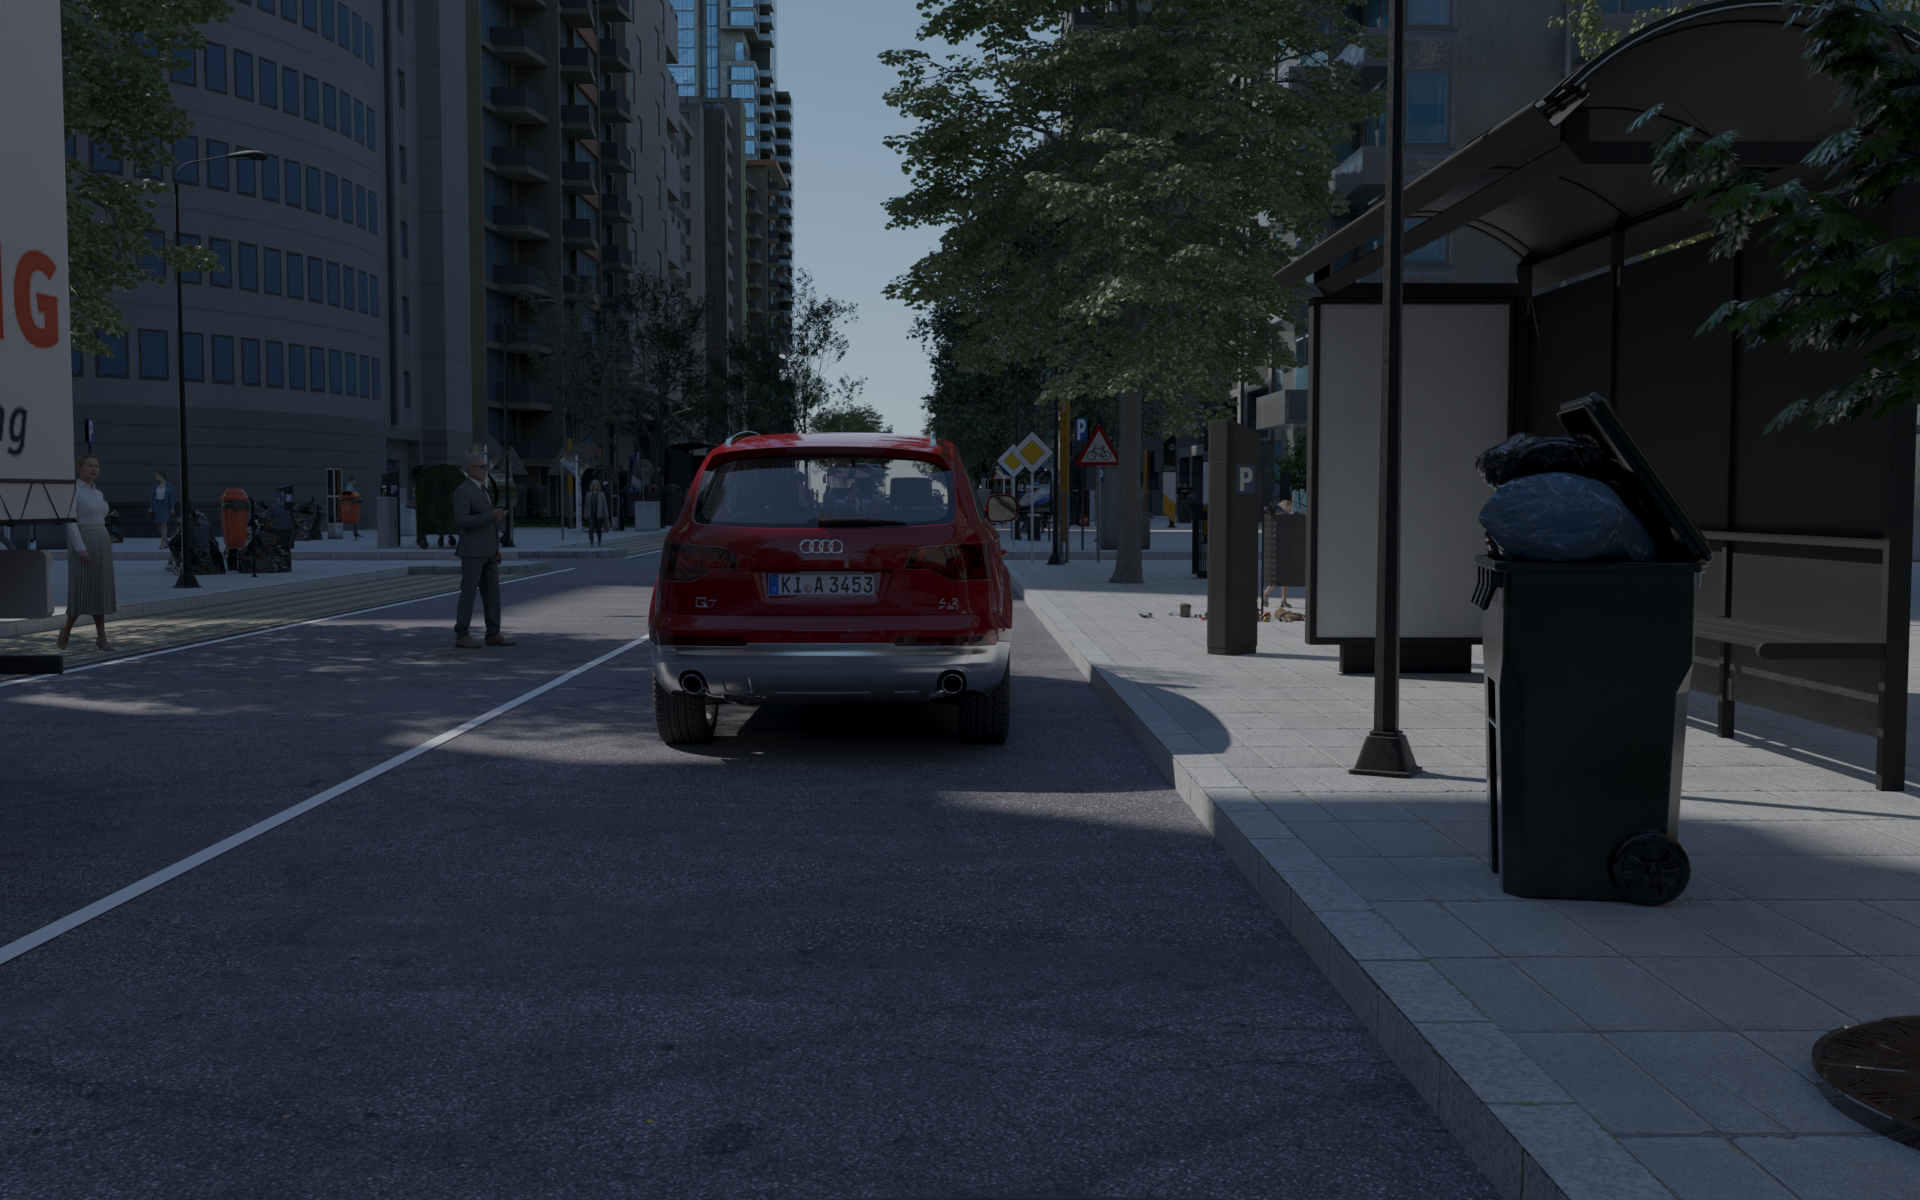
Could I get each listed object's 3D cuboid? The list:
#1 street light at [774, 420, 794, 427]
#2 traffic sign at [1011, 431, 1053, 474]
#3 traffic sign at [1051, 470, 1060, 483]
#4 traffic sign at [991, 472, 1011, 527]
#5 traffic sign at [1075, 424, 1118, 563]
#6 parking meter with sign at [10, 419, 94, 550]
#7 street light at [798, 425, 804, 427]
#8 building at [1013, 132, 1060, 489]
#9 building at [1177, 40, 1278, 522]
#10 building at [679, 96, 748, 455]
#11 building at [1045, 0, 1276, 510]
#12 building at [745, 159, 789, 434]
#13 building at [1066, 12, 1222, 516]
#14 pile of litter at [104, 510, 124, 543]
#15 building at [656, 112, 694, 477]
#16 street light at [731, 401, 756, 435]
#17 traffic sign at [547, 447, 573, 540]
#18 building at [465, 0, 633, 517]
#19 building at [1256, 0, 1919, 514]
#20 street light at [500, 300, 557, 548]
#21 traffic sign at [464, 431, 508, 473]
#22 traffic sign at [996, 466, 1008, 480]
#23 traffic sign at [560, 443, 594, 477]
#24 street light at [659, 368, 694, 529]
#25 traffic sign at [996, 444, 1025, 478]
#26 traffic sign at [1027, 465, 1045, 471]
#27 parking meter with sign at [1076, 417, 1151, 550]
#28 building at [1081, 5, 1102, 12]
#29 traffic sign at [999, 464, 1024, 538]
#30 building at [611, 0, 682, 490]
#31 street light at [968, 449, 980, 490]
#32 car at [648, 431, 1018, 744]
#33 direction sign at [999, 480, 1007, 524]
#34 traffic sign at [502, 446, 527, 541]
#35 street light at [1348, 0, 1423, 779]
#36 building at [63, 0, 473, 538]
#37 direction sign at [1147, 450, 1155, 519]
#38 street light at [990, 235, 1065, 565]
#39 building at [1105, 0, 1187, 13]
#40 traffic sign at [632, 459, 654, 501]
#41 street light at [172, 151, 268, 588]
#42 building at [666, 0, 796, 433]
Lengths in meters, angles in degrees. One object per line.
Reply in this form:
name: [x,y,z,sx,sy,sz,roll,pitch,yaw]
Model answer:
street light: [-11.081,-8.308,108.378,1.470,5.913,1.316,0,4,-1]
traffic sign: [1.355,-1.825,32.024,0.795,2.593,0.064,0,4,-1]
traffic sign: [4.011,-4.190,70.633,0.606,2.300,0.079,1,4,8]
traffic sign: [1.644,-4.126,67.465,0.884,2.594,0.081,0,4,4]
traffic sign: [2.591,-1.979,32.352,0.884,2.594,0.081,0,4,6]
parking meter with sign: [-21.000,-2.677,40.029,1.738,3.016,0.543,-1,4,-16]
street light: [-11.218,-8.809,116.561,1.470,5.913,1.316,0,4,-1]
building: [19.793,-37.356,230.379,23.786,49.044,30.456,0,4,-1]
building: [22.092,-39.353,81.679,20.563,71.187,20.611,0,4,-1]
building: [-29.060,-29.959,173.425,14.154,41.232,14.086,0,4,-1]
building: [18.550,-44.809,170.883,20.563,71.187,20.611,0,4,-1]
building: [-33.525,-34.660,221.307,22.147,44.769,28.867,0,4,-1]
building: [13.480,-20.577,108.131,14.160,30.474,14.107,0,4,-1]
pile of litter: [-22.522,-1.925,45.438,1.176,0.858,1.719,0,4,-7]
building: [-37.550,-28.276,154.193,32.217,40.220,23.993,0,4,-1]
street light: [-10.820,-6.951,86.185,1.470,5.913,1.316,0,4,-1]
traffic sign: [-11.071,-2.949,48.216,0.884,2.594,0.081,0,4,7]
building: [-30.766,-27.092,97.575,22.147,44.769,28.867,0,4,-1]
building: [25.824,-26.967,60.514,30.456,49.044,23.786,0,4,-1]
street light: [-10.339,-4.220,41.541,1.470,5.913,1.316,0,4,-1]
traffic sign: [-8.739,-1.818,31.922,0.795,2.593,0.064,0,4,-1]
traffic sign: [1.658,-3.943,64.207,0.795,2.593,0.064,0,4,4]
traffic sign: [-8.836,-2.307,39.906,0.795,2.593,0.064,0,4,-1]
street light: [-10.516,-5.594,63.997,1.470,5.913,1.316,0,4,-1]
traffic sign: [1.258,-2.313,40.008,0.795,2.593,0.064,0,4,-1]
traffic sign: [3.127,-4.366,71.491,0.768,2.556,0.104,0,3,0]
parking meter with sign: [3.550,-2.667,39.864,1.738,3.016,0.543,-2,4,-25]
building: [20.756,-36.999,146.929,21.231,58.520,28.212,0,4,-1]
traffic sign: [1.518,-3.088,50.602,0.768,2.556,0.104,0,4,2]
building: [-35.675,-32.928,127.618,28.713,52.752,27.495,0,4,-1]
street light: [1.042,-4.635,48.331,1.470,5.913,1.316,0,4,-1]
car: [-0.729,-0.172,11.478,2.281,1.827,5.304,0,4,0]
direction sign: [1.814,-4.971,73.270,0.379,3.537,0.876,1,4,19]
traffic sign: [-12.128,-2.865,46.848,0.884,2.594,0.081,0,4,8]
street light: [1.420,-2.157,7.801,1.470,5.913,1.316,0,4,-1]
building: [-31.801,-31.723,60.668,21.231,58.520,28.212,0,4,-1]
direction sign: [9.871,-5.971,89.625,0.379,3.537,0.876,2,4,31]
street light: [1.194,-3.591,31.257,1.470,5.913,1.316,0,4,-1]
building: [17.143,-27.070,126.191,14.154,41.232,14.086,0,4,-1]
traffic sign: [-11.540,-3.850,63.054,0.768,2.556,0.104,0,4,0]
street light: [-10.059,-3.121,23.577,1.470,5.913,1.316,0,4,-1]
building: [-34.192,-57.341,250.200,22.319,86.520,31.000,0,4,-1]
